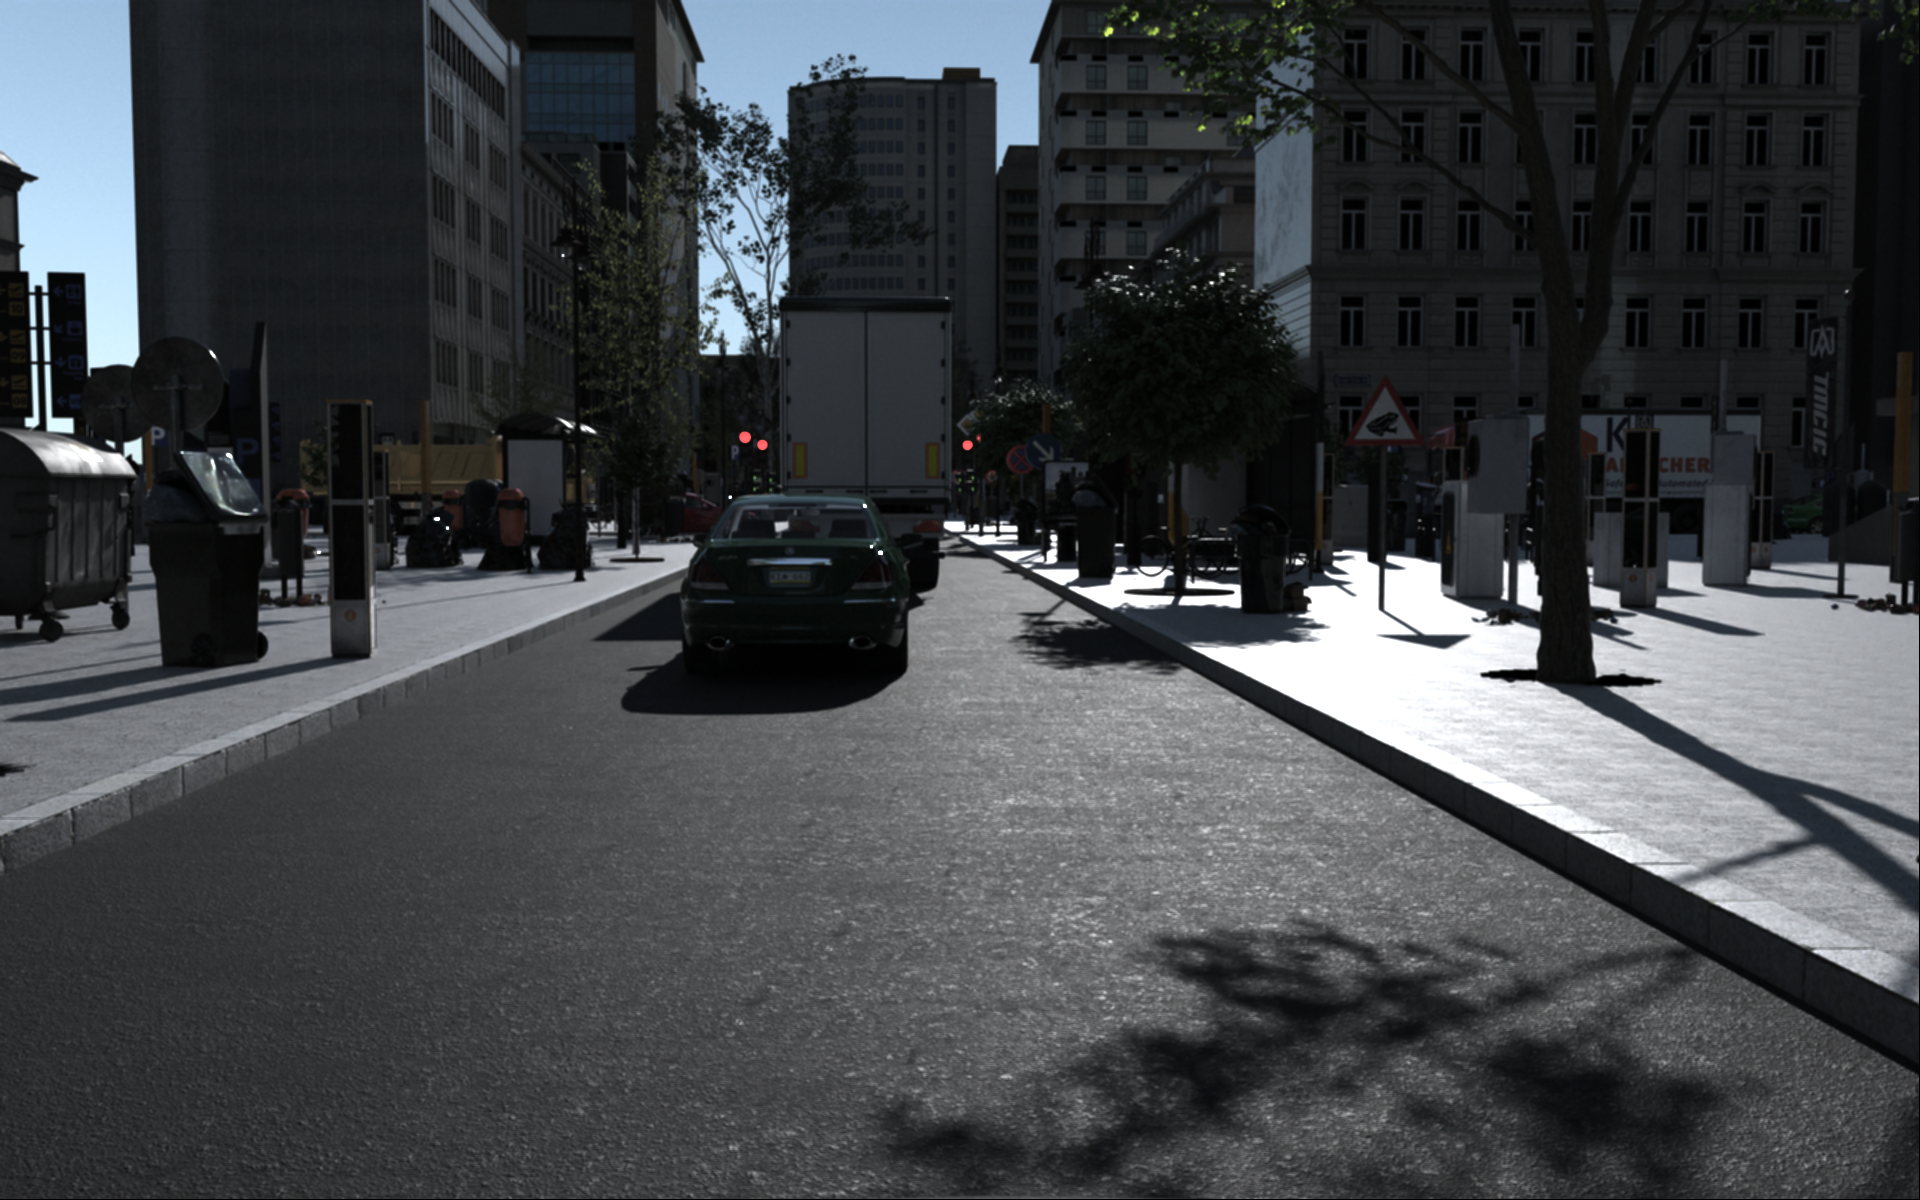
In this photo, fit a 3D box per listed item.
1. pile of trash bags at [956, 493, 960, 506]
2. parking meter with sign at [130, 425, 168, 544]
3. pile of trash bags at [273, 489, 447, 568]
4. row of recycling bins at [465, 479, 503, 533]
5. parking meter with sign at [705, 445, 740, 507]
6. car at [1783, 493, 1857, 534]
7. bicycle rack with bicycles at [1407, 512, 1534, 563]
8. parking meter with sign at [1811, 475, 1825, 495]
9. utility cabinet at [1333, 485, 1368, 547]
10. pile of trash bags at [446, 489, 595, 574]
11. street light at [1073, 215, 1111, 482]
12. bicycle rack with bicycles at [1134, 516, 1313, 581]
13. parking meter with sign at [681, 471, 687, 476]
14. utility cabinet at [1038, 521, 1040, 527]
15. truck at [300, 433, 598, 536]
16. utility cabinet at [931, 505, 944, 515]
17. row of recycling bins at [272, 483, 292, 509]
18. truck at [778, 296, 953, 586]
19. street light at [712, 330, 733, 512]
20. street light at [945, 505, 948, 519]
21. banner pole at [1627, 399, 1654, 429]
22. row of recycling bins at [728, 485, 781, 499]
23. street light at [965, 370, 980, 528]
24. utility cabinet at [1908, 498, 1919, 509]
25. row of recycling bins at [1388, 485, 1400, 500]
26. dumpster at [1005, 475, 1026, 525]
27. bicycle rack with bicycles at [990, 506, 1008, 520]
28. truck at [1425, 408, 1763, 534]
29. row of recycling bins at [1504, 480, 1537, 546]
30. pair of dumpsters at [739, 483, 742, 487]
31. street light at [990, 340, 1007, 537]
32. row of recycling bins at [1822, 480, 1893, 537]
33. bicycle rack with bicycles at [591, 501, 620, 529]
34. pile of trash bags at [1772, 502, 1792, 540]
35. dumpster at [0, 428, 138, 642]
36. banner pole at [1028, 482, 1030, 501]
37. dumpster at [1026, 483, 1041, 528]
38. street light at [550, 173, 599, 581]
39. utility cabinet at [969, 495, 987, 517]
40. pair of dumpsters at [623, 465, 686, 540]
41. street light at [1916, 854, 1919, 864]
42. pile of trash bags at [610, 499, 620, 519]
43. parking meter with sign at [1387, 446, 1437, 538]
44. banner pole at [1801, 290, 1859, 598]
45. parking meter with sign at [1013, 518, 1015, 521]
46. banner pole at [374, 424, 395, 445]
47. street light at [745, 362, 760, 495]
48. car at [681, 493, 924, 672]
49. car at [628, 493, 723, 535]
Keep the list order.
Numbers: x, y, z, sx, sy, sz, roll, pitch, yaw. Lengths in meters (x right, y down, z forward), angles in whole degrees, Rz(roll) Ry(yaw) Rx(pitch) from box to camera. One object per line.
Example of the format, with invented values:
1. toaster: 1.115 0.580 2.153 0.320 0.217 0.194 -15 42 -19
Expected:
1. pile of trash bags: 0.679 -6.665 118.726 1.912 1.369 3.447 -3 4 -37
2. parking meter with sign: -20.977 -2.953 44.545 1.738 3.016 0.543 3 5 43
3. pile of trash bags: -10.583 -1.297 30.951 3.447 1.369 1.912 0 4 6
4. row of recycling bins: -13.298 -2.569 49.114 1.069 1.692 3.534 0 4 -2
5. parking meter with sign: -8.672 -3.993 61.552 1.738 3.016 0.543 2 4 30
6. car: 29.390 -2.977 57.473 4.718 1.807 1.959 0 4 -1
7. bicycle rack with bicycles: 9.878 -1.215 33.251 2.852 0.926 2.925 1 4 16
8. parking meter with sign: 34.936 -4.532 70.354 0.543 3.016 1.738 0 4 5
9. utility cabinet: 9.400 -2.021 41.721 0.318 1.500 1.173 -3 5 -40
10. pile of trash bags: -7.280 -1.199 29.354 1.912 1.369 3.447 0 4 -3
11. street light: 2.200 -3.441 29.048 0.468 5.910 1.993 0 4 -3
12. bicycle rack with bicycles: 4.143 -0.813 26.676 2.925 0.926 2.852 0 4 0
13. parking meter with sign: -20.222 -8.221 130.674 1.738 3.016 0.543 3 4 38
14. utility cabinet: 3.368 -3.418 67.053 1.020 1.237 0.306 1 4 9
15. truck: -15.846 -3.652 55.640 9.791 3.379 3.469 0 4 -1
16. utility cabinet: -1.358 -5.471 100.614 0.306 1.237 1.020 3 5 41
17. row of recycling bins: -27.533 -3.657 66.904 3.534 1.692 1.069 0 4 -3
18. truck: -1.741 -2.527 30.235 2.839 4.237 11.283 0 4 -4
19. street light: -6.690 -4.660 48.978 0.468 5.910 1.993 0 4 -3
20. street light: -0.699 -7.084 88.610 0.468 5.910 1.993 0 4 -3
21. banner pole: 17.871 -3.407 45.723 0.863 3.779 0.401 1 4 9
22. row of recycling bins: -9.518 -4.555 81.582 3.534 1.692 1.069 2 4 35
23. street light: 0.454 -5.627 64.787 0.468 5.910 1.993 0 4 -3
24. utility cabinet: 56.216 -5.539 101.721 0.306 1.237 1.020 -1 4 -22
25. row of recycling bins: 16.560 -3.321 61.413 3.534 1.692 1.069 -1 4 -10
26. dumpster: 2.746 -4.336 73.379 1.502 2.255 1.985 0 4 -3
27. bicycle rack with bicycles: 2.716 -4.384 85.062 2.852 0.926 2.925 1 4 16
28. truck: 20.634 -4.214 57.819 11.283 4.237 2.839 0 4 -2
29. row of recycling bins: 14.435 -2.264 44.130 1.069 1.692 3.534 2 4 25
30. pair of dumpsters: -14.195 -6.834 114.233 1.574 2.255 4.437 0 4 -3
31. street light: 1.147 -4.857 52.196 0.468 5.910 1.993 0 4 -3
32. row of recycling bins: 27.660 -2.721 51.596 3.534 1.692 1.069 1 4 10
33. bicycle rack with bicycles: -11.910 -3.125 64.481 2.925 0.926 2.852 1 4 13
34. pile of trash bags: 22.278 -2.403 49.042 1.912 1.369 3.447 3 4 39
35. dumpster: -8.433 -0.605 15.652 1.264 1.857 1.865 0 4 -3
36. banner pole: 2.572 -4.385 61.708 0.401 3.779 0.863 -2 4 -31
37. dumpster: 3.418 -3.839 65.258 1.502 2.255 1.985 0 4 -3
38. street light: -5.607 -3.215 25.353 0.468 5.910 1.993 0 4 -3
39. utility cabinet: 0.997 -5.331 98.331 1.020 1.237 0.306 1 4 13
40. pair of dumpsters: -8.993 -2.940 50.557 1.574 2.255 4.437 0 4 -3
41. street light: 3.418 -2.021 5.825 0.468 5.910 1.993 0 4 -3
42. pile of trash bags: -15.924 -4.720 86.931 3.447 1.369 1.912 -3 5 -43
43. parking meter with sign: 13.218 -3.314 50.447 1.738 3.016 0.543 -2 4 -29
44. banner pole: 10.839 -1.930 21.579 0.401 3.779 0.863 -1 4 -21
45. parking meter with sign: 3.161 -4.860 75.715 1.738 3.016 0.543 0 4 -4
46. banner pole: -20.648 -4.407 62.072 0.863 3.779 0.401 -1 4 -22
47. street light: -7.291 -5.387 60.864 0.468 5.910 1.993 0 4 -3
48. car: -1.373 -0.220 15.401 2.131 1.459 4.920 0 4 -2
49. car: -8.564 -2.819 55.133 4.494 1.783 2.155 0 4 -3
